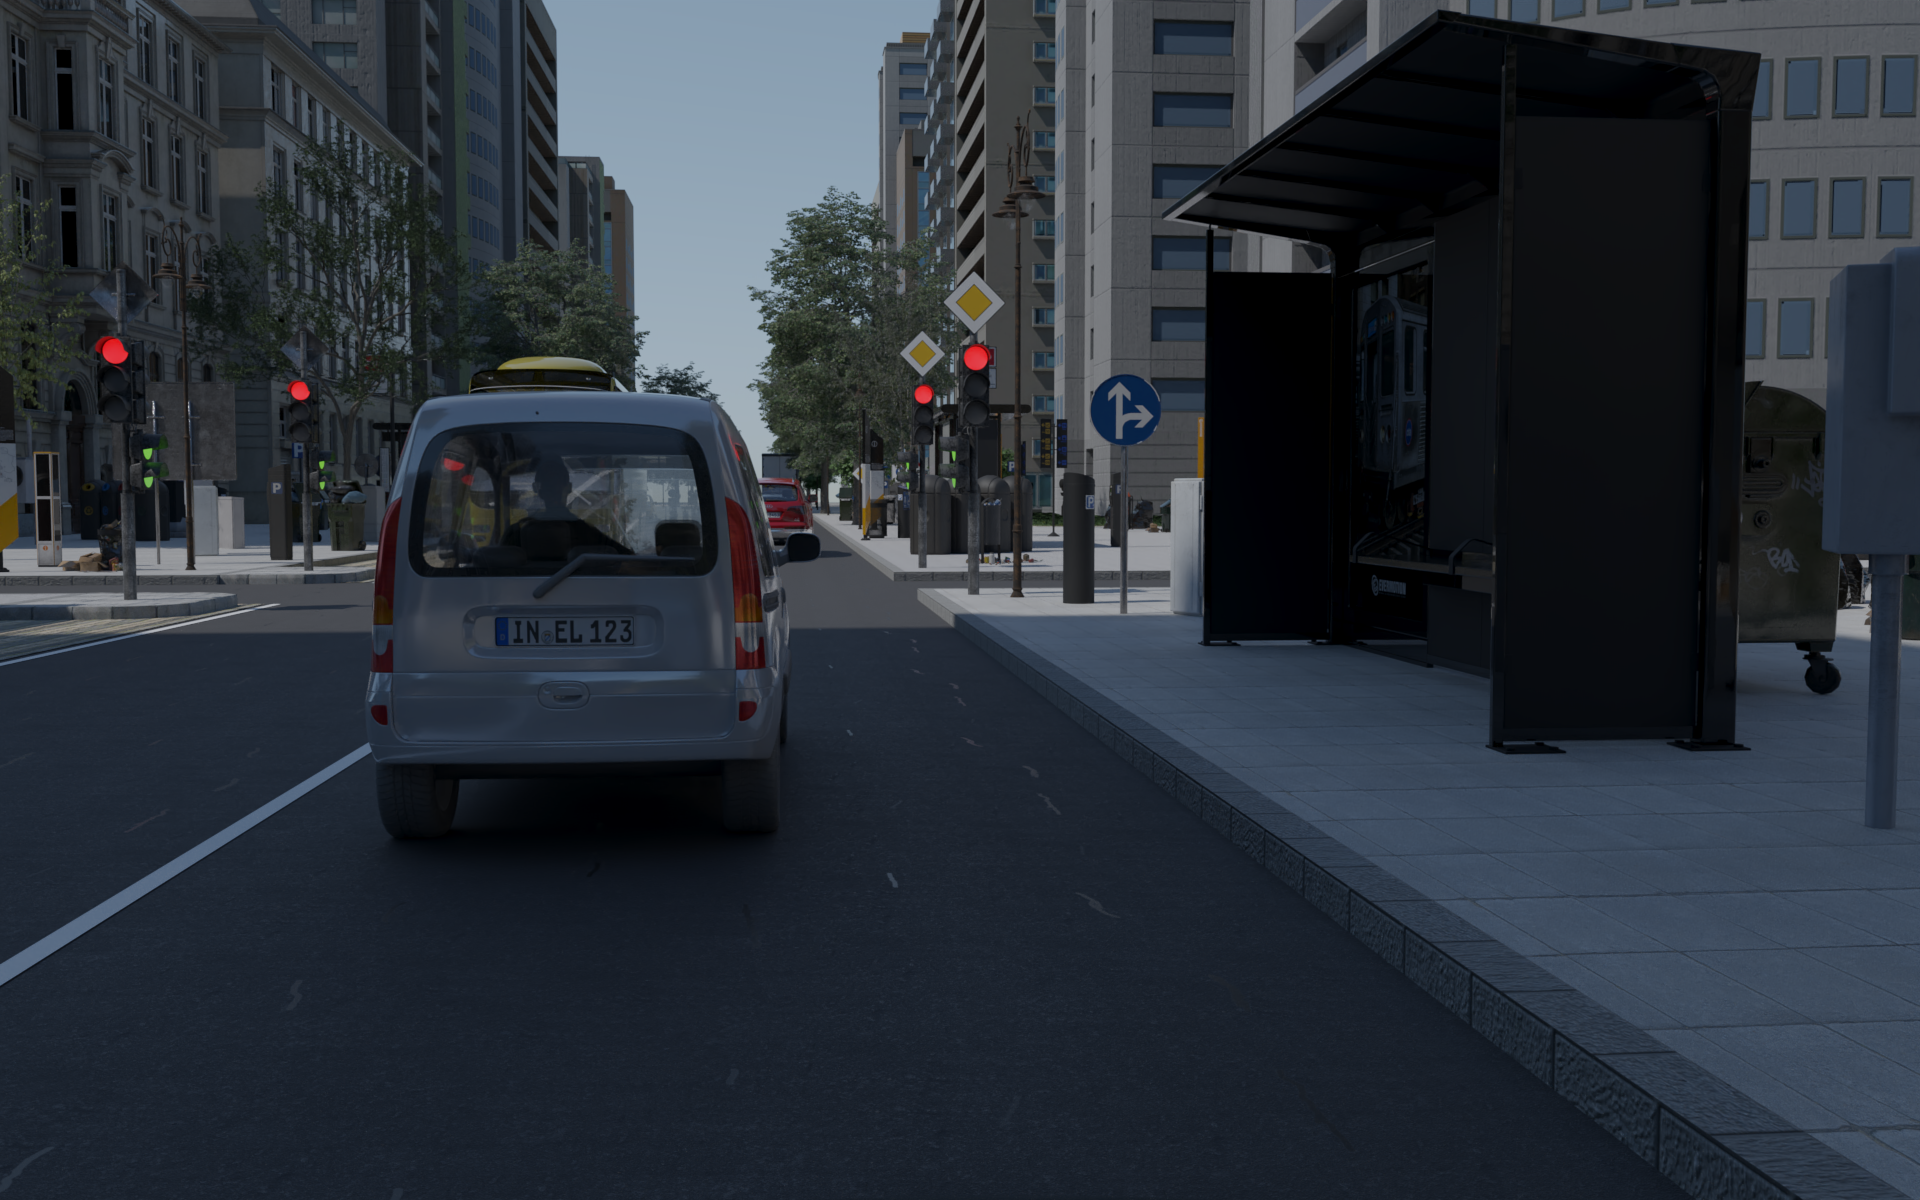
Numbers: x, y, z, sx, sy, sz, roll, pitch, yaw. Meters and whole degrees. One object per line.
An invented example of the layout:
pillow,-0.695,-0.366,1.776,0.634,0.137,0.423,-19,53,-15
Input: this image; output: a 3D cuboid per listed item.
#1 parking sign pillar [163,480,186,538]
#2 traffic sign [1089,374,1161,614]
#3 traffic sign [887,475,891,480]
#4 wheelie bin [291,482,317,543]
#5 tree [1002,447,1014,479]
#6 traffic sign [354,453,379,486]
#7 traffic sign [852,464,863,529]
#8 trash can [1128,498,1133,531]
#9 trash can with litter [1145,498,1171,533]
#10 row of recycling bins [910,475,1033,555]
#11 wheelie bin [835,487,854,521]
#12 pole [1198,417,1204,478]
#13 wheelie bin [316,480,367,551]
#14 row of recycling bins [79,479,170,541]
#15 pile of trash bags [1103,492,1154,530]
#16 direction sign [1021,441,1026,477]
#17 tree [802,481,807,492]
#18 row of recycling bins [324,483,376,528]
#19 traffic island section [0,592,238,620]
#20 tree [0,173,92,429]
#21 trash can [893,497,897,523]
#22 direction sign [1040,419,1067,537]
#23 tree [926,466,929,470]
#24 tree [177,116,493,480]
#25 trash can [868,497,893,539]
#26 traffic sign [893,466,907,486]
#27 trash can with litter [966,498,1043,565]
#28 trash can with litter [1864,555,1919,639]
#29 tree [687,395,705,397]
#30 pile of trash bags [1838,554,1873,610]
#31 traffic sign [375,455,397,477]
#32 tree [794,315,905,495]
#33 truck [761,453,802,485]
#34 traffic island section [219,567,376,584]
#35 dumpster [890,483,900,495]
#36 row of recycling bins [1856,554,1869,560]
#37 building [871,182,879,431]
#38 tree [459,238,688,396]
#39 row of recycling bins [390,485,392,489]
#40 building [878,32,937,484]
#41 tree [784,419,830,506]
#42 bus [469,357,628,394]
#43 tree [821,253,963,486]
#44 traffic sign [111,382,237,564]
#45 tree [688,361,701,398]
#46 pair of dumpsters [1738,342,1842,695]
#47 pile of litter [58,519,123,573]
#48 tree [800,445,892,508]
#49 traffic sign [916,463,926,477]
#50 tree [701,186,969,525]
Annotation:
parking sign pillar,-22.982,-3.837,51.201,1.447,3.967,1.447,1,4,10
traffic sign,1.755,-1.124,18.487,0.768,2.556,0.104,0,4,1
traffic sign,-4.584,-6.424,105.144,0.768,2.556,0.104,0,3,0
wheelie bin,-17.460,-2.333,46.056,0.693,1.594,0.980,3,4,38
tree,2.061,-7.381,104.387,4.285,4.588,4.351,0,3,0
traffic sign,-18.555,-3.306,54.152,0.768,2.556,0.104,0,4,0
traffic sign,-3.581,-3.836,63.909,0.795,2.450,0.064,0,4,3
trash can,5.577,-2.933,59.608,0.748,1.137,0.748,0,3,0
trash can with litter,6.734,-2.825,57.577,1.055,1.170,0.624,-1,4,-14
row of recycling bins,0.328,-1.872,37.728,1.069,1.692,3.534,3,5,43
wheelie bin,-5.446,-4.560,82.469,0.980,1.594,0.693,0,4,2
pole,6.426,-3.199,46.141,0.158,3.312,0.155,0,3,0
wheelie bin,-13.827,-1.907,39.086,0.980,1.594,0.693,1,4,11
row of recycling bins,-23.194,-2.507,48.109,3.534,1.692,1.069,2,4,33
pile of trash bags,6.149,-3.293,63.592,1.912,1.369,3.447,0,4,8
direction sign,2.651,-5.033,74.293,0.379,3.537,0.876,-1,4,-19
tree,-20.820,-17.341,233.893,4.360,8.622,3.978,0,3,0
row of recycling bins,-23.923,-3.606,66.073,3.534,1.692,1.069,0,4,-7
traffic island section,-10.091,0.076,21.033,2.009,0.180,2.903,0,4,-6
tree,-22.629,-5.507,40.404,4.737,8.622,4.395,0,3,0
trash can,-3.065,-3.785,73.546,0.748,1.137,0.748,0,3,0
direction sign,2.825,-3.683,52.209,0.876,3.537,0.379,-1,4,-20
tree,-0.191,-3.739,55.733,1.663,3.219,1.824,0,3,0
tree,-15.746,-6.689,43.781,8.767,10.594,7.601,0,4,-2
trash can,-2.412,-2.356,50.179,0.748,1.137,0.748,0,3,0
traffic sign,-2.087,-3.598,60.957,0.606,2.300,0.079,0,4,-2
trash can with litter,0.903,-1.305,32.387,1.678,1.210,2.233,3,5,39
trash can with litter,8.450,-0.253,15.531,0.624,1.170,1.055,0,4,3
tree,-30.158,-17.026,195.380,9.611,12.733,9.660,0,3,0
pile of trash bags,10.766,-0.643,20.260,1.912,1.369,3.447,3,5,42
traffic sign,-18.121,-3.330,54.548,0.768,2.556,0.104,0,4,0
tree,-5.920,-10.554,98.315,9.928,11.665,9.643,0,3,0
truck,-12.836,-8.288,124.414,2.839,4.237,11.283,0,4,-5
traffic island section,-10.914,-0.409,28.976,2.009,0.180,2.903,0,4,-6
dumpster,-3.412,-5.379,93.698,1.264,1.857,1.865,0,4,-6
row of recycling bins,18.799,-1.645,34.009,3.534,1.692,1.069,0,4,-8
building,-1.765,-38.575,254.409,21.300,48.544,21.600,0,4,-6
tree,-19.794,-10.909,85.015,9.857,13.997,8.962,0,3,0
row of recycling bins,-24.989,-4.134,74.699,1.069,1.692,3.534,2,4,29
building,-0.214,-42.035,229.273,21.231,58.520,28.212,0,4,-6
tree,-16.504,-16.361,201.909,7.601,10.594,8.767,-1,4,-16
bus,-7.826,-2.640,34.718,2.896,3.916,12.252,0,4,-8
tree,-1.916,-6.224,52.129,4.360,8.622,3.978,0,3,0
traffic sign,-14.281,-2.299,31.464,2.265,3.308,0.079,0,4,1
tree,-27.211,-15.820,165.319,9.857,13.997,8.962,0,3,0
pair of dumpsters,4.792,-0.643,13.006,1.574,2.255,4.437,0,4,-6
pile of litter,-14.470,-0.920,28.999,1.176,0.858,1.719,-1,4,-14
tree,-4.944,-6.319,87.033,4.285,4.588,4.351,0,3,0
traffic sign,-1.606,-3.912,63.971,0.884,2.594,0.081,0,4,-5
tree,-4.173,-10.086,71.563,9.857,13.997,8.962,0,3,0
